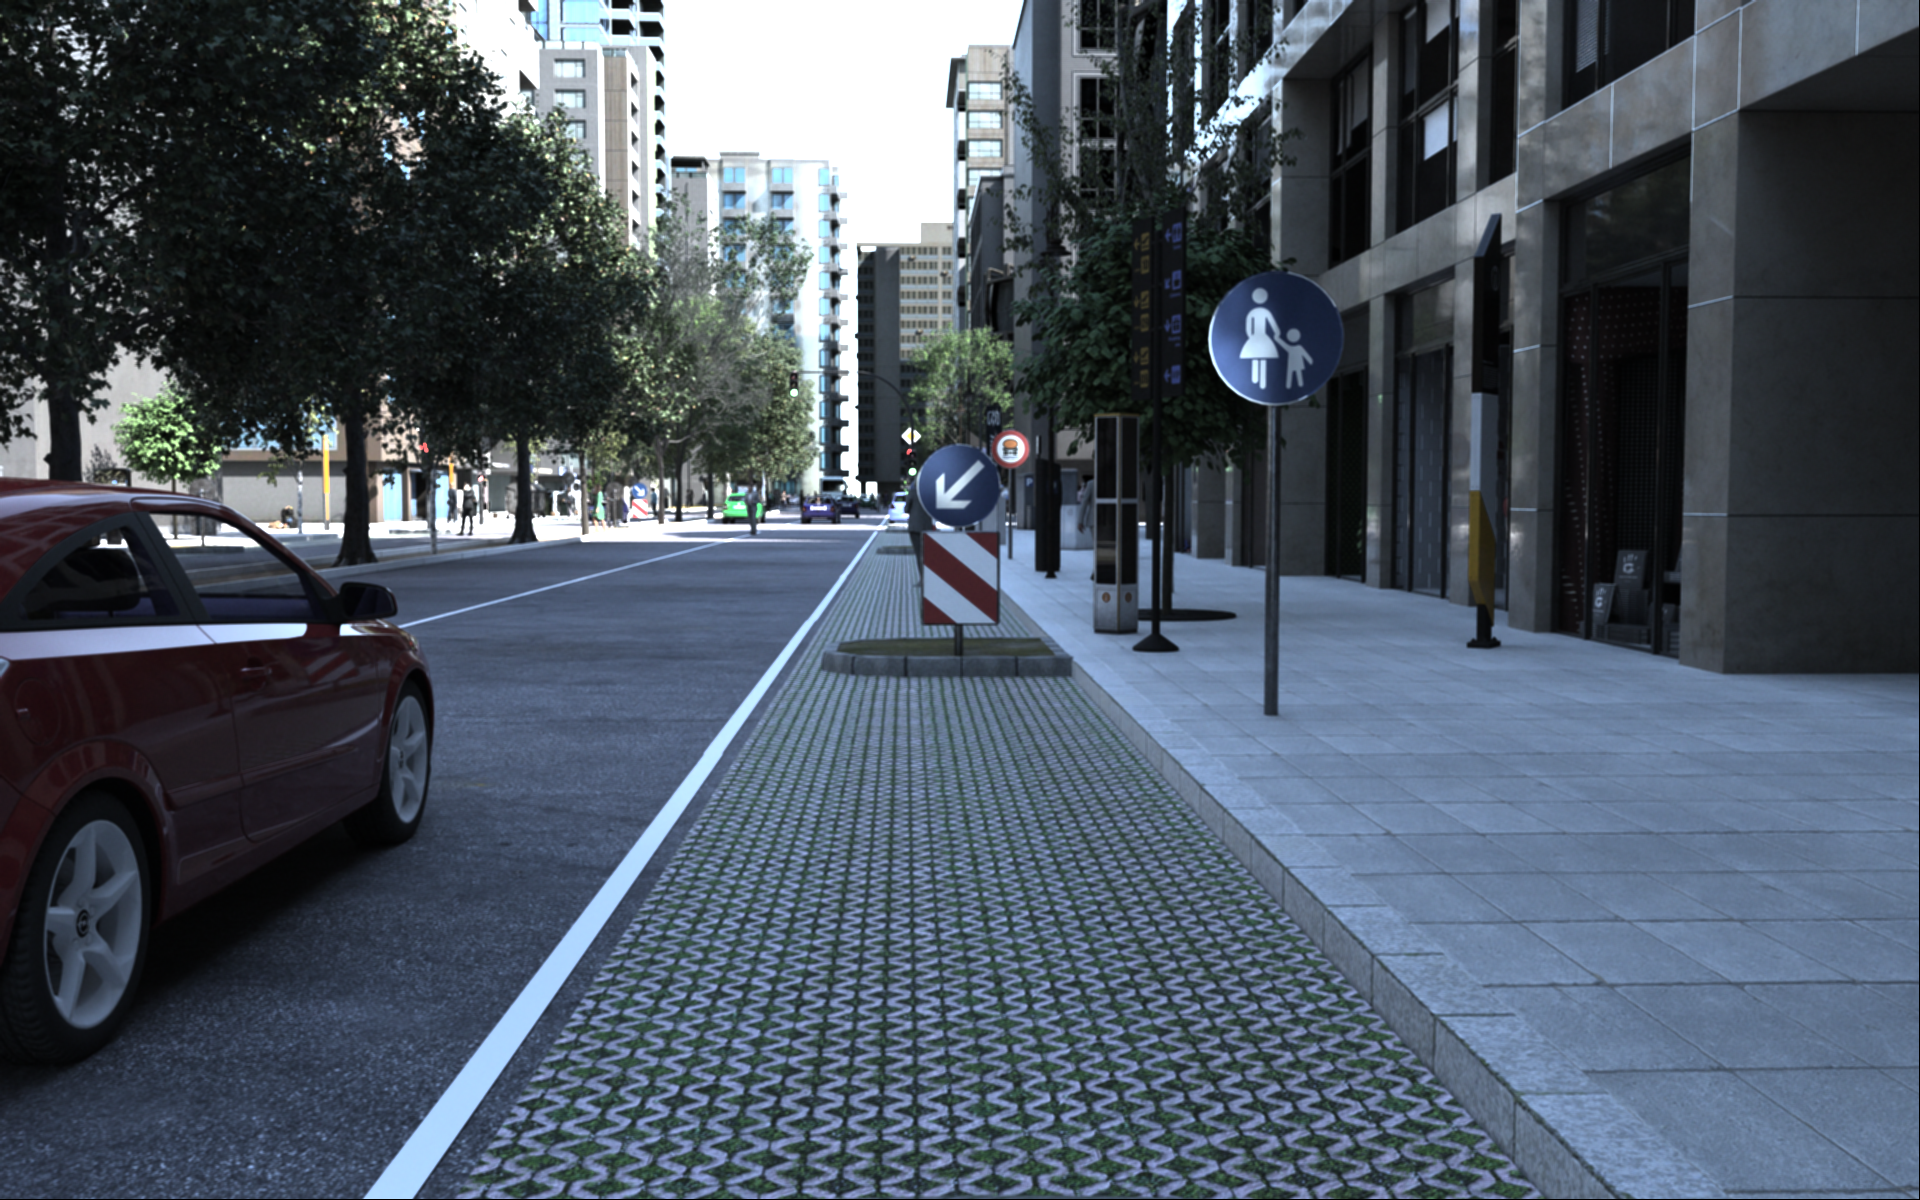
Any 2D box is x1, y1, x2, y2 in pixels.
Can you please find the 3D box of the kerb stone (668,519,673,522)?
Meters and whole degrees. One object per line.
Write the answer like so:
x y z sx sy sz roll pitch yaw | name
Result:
-14.710 -3.983 87.335 0.120 0.150 1.000 0 4 -2 | kerb stone

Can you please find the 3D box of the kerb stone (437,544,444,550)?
-13.304 -1.321 43.803 0.120 0.150 1.000 0 4 -2 | kerb stone

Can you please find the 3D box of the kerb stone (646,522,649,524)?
-14.446 -3.481 79.127 0.120 0.150 1.000 0 4 -2 | kerb stone

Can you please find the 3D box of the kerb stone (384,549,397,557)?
-13.165 -1.070 39.693 0.120 0.150 1.000 0 4 -2 | kerb stone

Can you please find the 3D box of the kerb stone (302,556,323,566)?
-13.004 -0.753 34.569 0.120 0.150 1.000 0 4 -2 | kerb stone

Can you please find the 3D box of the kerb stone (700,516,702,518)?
-15.113 -4.731 99.633 0.120 0.150 1.000 0 4 -2 | kerb stone

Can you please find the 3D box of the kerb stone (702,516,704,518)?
-15.137 -4.799 100.659 0.120 0.150 1.000 0 4 -2 | kerb stone

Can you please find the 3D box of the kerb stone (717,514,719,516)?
-15.402 -5.297 108.863 0.120 0.150 1.000 0 4 -2 | kerb stone

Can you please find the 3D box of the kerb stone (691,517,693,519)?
-14.978 -4.485 95.532 0.120 0.150 1.000 0 4 -2 | kerb stone

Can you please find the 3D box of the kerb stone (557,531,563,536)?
-13.803 -2.261 59.164 0.120 0.150 1.000 0 4 -2 | kerb stone

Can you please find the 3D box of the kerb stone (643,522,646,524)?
-14.415 -3.419 78.101 0.120 0.150 1.000 0 4 -2 | kerb stone

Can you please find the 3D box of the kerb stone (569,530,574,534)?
-13.876 -2.386 61.211 0.120 0.150 1.000 0 4 -2 | kerb stone

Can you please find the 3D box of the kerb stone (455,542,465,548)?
-13.376 -1.441 45.864 0.120 0.150 1.000 0 4 -2 | kerb stone

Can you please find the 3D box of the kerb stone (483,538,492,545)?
-13.481 -1.634 48.934 0.120 0.150 1.000 0 4 -2 | kerb stone

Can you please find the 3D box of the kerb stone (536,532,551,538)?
-13.736 -2.136 57.121 0.120 0.150 1.000 0 4 -2 | kerb stone

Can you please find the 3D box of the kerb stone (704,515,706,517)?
-15.180 -4.862 101.681 0.120 0.150 1.000 0 4 -2 | kerb stone

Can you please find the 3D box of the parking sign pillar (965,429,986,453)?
0.897 -5.113 72.062 1.447 3.967 1.447 -1 4 -22 | parking sign pillar

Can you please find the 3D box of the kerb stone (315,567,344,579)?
-10.736 -0.443 29.445 0.120 0.150 1.000 0 4 -2 | kerb stone

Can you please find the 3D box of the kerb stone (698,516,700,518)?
-15.073 -4.673 98.606 0.120 0.150 1.000 0 4 -2 | kerb stone

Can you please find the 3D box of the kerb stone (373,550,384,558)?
-13.137 -1.007 38.665 0.120 0.150 1.000 0 4 -2 | kerb stone

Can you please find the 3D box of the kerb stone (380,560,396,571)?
-10.845 -0.626 32.521 0.120 0.150 1.000 0 4 -2 | kerb stone

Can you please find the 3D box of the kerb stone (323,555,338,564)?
-13.042 -0.819 35.593 0.120 0.150 1.000 0 4 -2 | kerb stone

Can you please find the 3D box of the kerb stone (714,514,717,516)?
-15.377 -5.238 107.840 0.120 0.150 1.000 0 4 -2 | kerb stone

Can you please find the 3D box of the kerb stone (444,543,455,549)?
-13.339 -1.385 44.836 0.120 0.150 1.000 0 4 -2 | kerb stone

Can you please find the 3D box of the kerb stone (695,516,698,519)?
-15.033 -4.611 97.585 0.120 0.150 1.000 0 4 -2 | kerb stone

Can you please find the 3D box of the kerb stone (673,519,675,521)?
-14.742 -4.047 88.357 0.120 0.150 1.000 0 4 -2 | kerb stone

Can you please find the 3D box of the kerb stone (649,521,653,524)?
-14.482 -3.544 80.161 0.120 0.150 1.000 0 4 -2 | kerb stone

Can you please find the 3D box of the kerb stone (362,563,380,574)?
-10.812 -0.567 31.488 0.120 0.150 1.000 0 4 -2 | kerb stone

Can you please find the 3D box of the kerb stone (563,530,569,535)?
-13.841 -2.324 60.190 0.120 0.150 1.000 0 4 -2 | kerb stone

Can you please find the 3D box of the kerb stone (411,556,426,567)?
-10.915 -0.758 34.581 0.120 0.150 1.000 0 4 -2 | kerb stone

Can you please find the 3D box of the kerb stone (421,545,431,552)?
-13.273 -1.258 42.769 0.120 0.150 1.000 0 4 -2 | kerb stone

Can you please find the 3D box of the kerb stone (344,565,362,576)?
-10.779 -0.504 30.467 0.120 0.150 1.000 0 4 -2 | kerb stone

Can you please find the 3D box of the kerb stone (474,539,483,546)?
-13.440 -1.569 47.909 0.120 0.150 1.000 0 4 -2 | kerb stone

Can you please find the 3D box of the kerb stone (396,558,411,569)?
-10.878 -0.694 33.546 0.120 0.150 1.000 0 4 -2 | kerb stone

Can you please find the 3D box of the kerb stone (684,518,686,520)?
-14.881 -4.294 92.459 0.120 0.150 1.000 0 4 -2 | kerb stone

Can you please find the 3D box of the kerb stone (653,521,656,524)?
-14.512 -3.608 81.188 0.120 0.150 1.000 0 4 -2 | kerb stone

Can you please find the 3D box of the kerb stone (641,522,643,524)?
-14.379 -3.350 77.080 0.120 0.150 1.000 0 4 -2 | kerb stone

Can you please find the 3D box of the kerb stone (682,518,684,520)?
-14.846 -4.234 91.434 0.120 0.150 1.000 0 4 -2 | kerb stone

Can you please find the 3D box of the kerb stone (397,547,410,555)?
-13.204 -1.127 40.714 0.120 0.150 1.000 0 4 -2 | kerb stone

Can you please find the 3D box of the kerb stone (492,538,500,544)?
-13.507 -1.695 49.956 0.120 0.150 1.000 0 4 -2 | kerb stone

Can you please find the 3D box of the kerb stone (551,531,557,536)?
-13.773 -2.191 58.143 0.120 0.150 1.000 0 4 -2 | kerb stone

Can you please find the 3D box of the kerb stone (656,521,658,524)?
-14.549 -3.669 82.218 0.120 0.150 1.000 0 4 -2 | kerb stone

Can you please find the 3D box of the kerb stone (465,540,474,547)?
-13.407 -1.502 46.886 0.120 0.150 1.000 0 4 -2 | kerb stone

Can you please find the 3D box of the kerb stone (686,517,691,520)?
-14.939 -4.421 94.507 0.120 0.150 1.000 0 4 -2 | kerb stone

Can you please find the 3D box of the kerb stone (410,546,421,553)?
-13.245 -1.196 41.747 0.120 0.150 1.000 0 4 -2 | kerb stone

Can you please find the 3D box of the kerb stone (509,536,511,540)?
-13.570 -1.823 52.003 0.120 0.150 1.000 0 4 -2 | kerb stone

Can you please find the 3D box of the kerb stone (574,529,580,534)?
-13.902 -2.447 62.235 0.120 0.150 1.000 0 4 -2 | kerb stone

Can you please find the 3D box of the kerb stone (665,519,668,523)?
-14.648 -3.859 85.291 0.120 0.150 1.000 0 4 -2 | kerb stone

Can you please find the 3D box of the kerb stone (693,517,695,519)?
-15.015 -4.548 96.562 0.120 0.150 1.000 0 4 -2 | kerb stone

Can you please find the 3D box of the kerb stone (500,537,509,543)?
-13.536 -1.749 50.978 0.120 0.150 1.000 0 4 -2 | kerb stone
